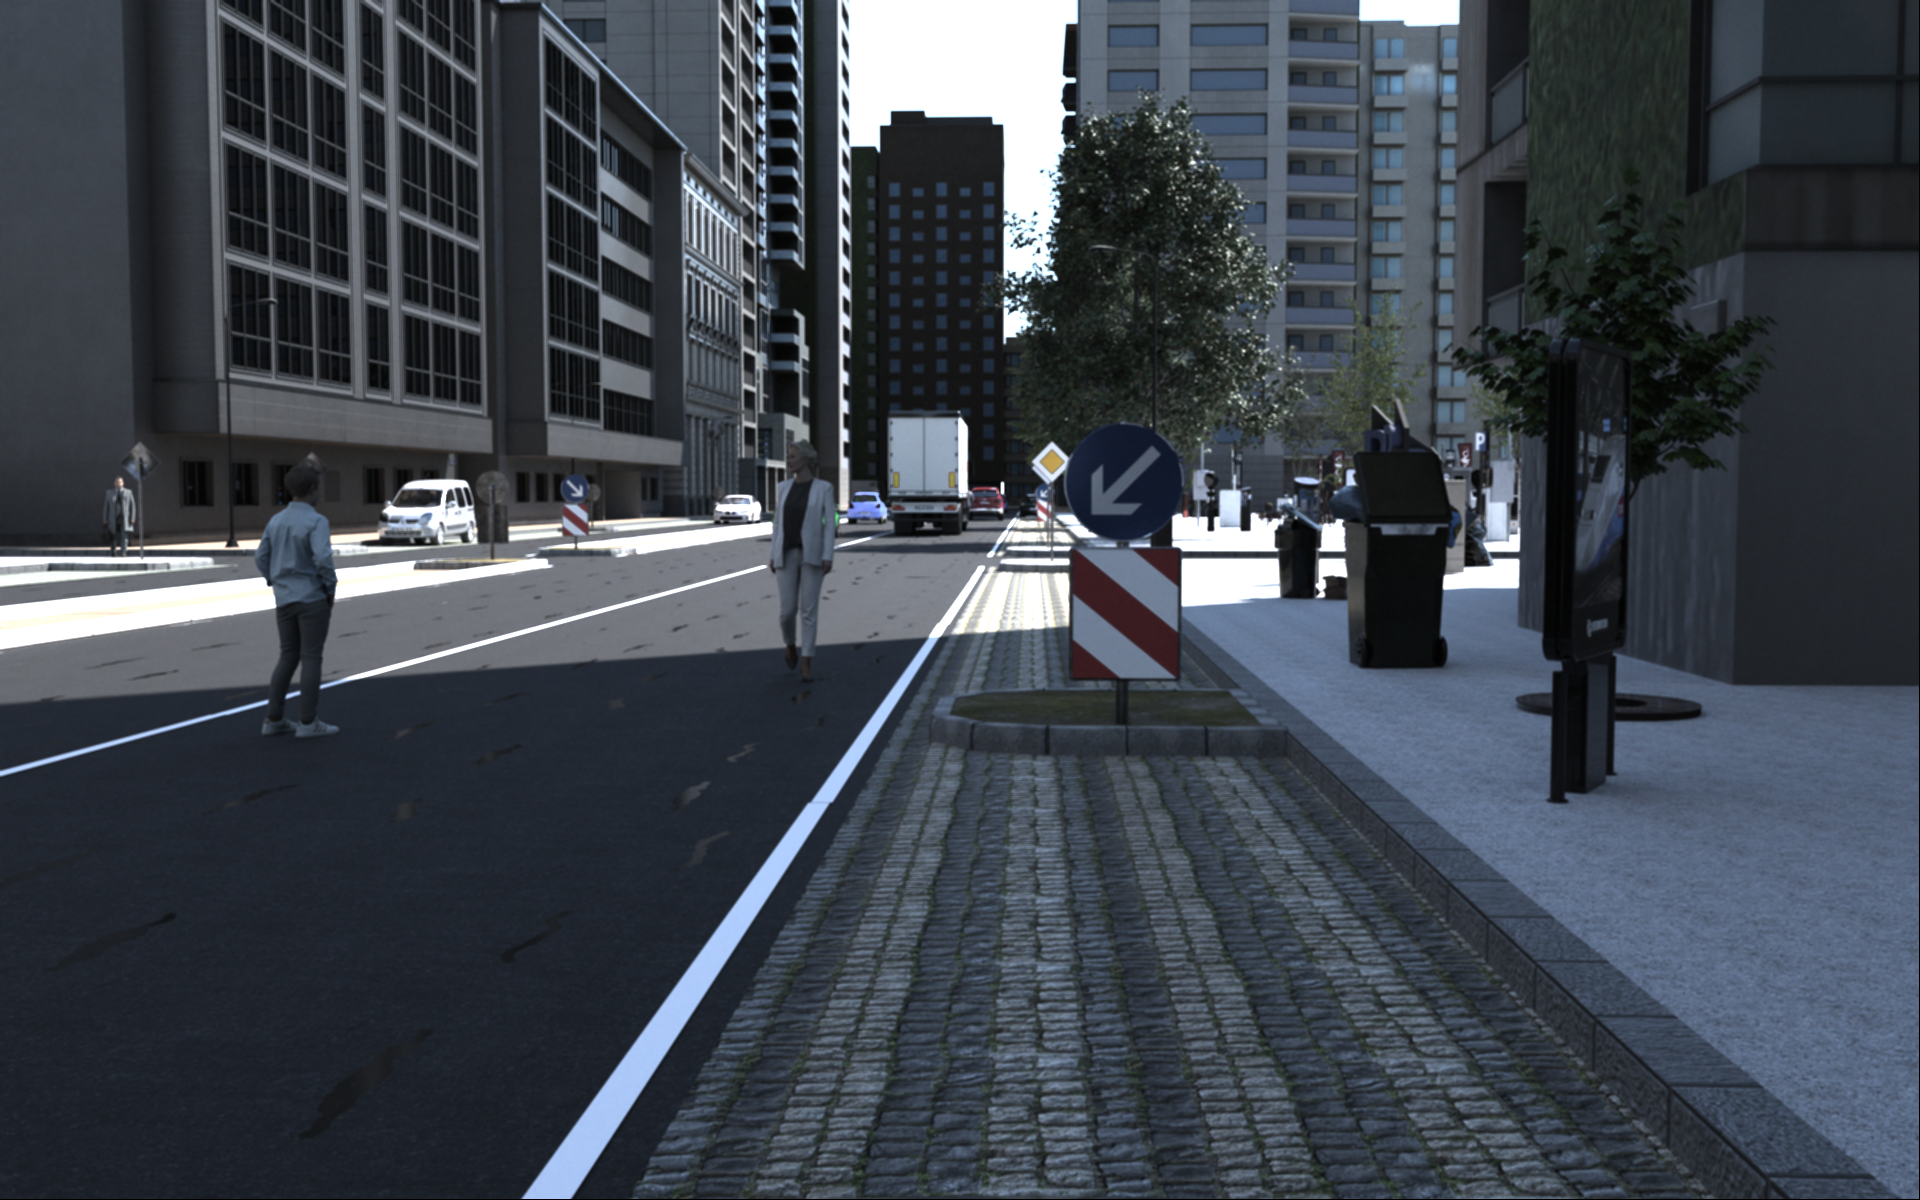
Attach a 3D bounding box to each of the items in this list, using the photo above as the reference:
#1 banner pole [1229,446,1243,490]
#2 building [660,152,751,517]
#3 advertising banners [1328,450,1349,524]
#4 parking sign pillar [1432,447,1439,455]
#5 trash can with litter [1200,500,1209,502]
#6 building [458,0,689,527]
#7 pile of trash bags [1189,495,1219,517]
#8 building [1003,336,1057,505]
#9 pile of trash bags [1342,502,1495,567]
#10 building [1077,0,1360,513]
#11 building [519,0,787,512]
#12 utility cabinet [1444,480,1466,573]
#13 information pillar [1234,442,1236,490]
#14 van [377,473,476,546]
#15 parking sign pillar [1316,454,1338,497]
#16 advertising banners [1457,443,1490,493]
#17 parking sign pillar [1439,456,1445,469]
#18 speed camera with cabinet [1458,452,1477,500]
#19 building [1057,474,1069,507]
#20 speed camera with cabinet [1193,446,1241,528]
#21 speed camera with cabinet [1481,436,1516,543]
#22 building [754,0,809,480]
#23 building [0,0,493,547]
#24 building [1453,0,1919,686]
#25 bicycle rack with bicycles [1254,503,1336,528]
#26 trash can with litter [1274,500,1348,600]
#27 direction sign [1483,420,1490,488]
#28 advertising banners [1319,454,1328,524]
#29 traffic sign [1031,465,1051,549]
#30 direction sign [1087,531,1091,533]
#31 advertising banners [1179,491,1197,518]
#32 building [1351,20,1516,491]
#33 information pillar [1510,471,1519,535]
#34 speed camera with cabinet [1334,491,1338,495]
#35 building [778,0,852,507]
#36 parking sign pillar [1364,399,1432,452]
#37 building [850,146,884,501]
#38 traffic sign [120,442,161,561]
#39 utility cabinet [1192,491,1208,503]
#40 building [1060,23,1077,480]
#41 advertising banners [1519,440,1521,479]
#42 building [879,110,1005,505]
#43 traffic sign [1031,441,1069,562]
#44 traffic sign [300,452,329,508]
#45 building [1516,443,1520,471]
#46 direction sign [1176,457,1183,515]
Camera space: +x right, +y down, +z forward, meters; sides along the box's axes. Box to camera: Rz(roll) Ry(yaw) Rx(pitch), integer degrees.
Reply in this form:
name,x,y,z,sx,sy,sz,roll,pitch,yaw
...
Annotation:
name,x,y,z,sx,sy,sz,roll,pitch,yaw
banner pole,14.163,-6.076,89.353,0.863,3.779,0.401,0,4,6
building,-19.921,-16.977,106.458,11.050,23.489,19.941,0,4,2
advertising banners,15.909,-4.474,69.332,2.074,3.025,0.090,1,4,17
parking sign pillar,19.507,-5.217,73.774,1.447,3.967,1.447,1,4,14
trash can with litter,14.291,-5.557,102.242,0.624,1.170,1.055,2,4,24
building,-22.653,-16.036,81.251,14.314,24.678,30.058,0,4,2
pile of trash bags,13.609,-5.343,97.103,1.912,1.369,3.447,-1,4,-10
building,20.024,-22.494,212.809,28.899,21.520,27.650,0,4,2
pile of trash bags,8.162,-1.340,31.669,1.912,1.369,3.447,-1,4,-21
building,19.404,-36.088,132.035,21.231,58.520,28.212,0,4,2
building,-23.616,-42.055,125.855,20.563,71.187,20.611,0,4,2
utility cabinet,7.461,-1.158,27.608,1.173,1.500,0.318,-1,4,-19
information pillar,11.779,-5.072,74.282,0.183,3.616,0.504,1,4,10
van,-15.067,-2.567,48.988,2.013,2.044,4.112,0,4,2
parking sign pillar,22.949,-7.322,108.192,1.447,3.967,1.447,2,4,34
advertising banners,17.945,-3.846,59.071,2.074,3.025,0.090,3,4,38
parking sign pillar,26.942,-6.714,98.244,1.447,3.967,1.447,-1,4,-17
speed camera with cabinet,24.196,-5.362,82.012,2.038,3.252,0.660,-1,4,-8
building,17.330,-25.208,183.859,14.160,30.474,14.107,0,4,2
speed camera with cabinet,10.033,-4.423,66.644,2.038,3.252,0.660,2,4,27
speed camera with cabinet,14.442,-3.192,46.519,0.660,3.252,2.038,1,4,9
building,-24.455,-51.286,151.201,22.319,86.520,31.000,0,4,2
building,-25.019,-15.896,53.414,14.314,27.812,24.014,0,4,2
building,12.481,-20.386,16.911,14.154,41.232,14.086,0,4,2
bicycle rack with bicycles,13.138,-3.256,66.624,2.925,0.926,2.852,3,4,37
trash can with litter,4.411,-0.609,21.338,1.055,1.170,0.624,2,4,29
direction sign,16.142,-3.742,53.171,0.379,3.537,0.876,0,4,6
advertising banners,15.670,-4.790,74.501,0.090,3.025,2.074,0,3,0
traffic sign,2.064,-2.262,40.624,0.795,2.450,0.064,0,4,2
direction sign,4.429,-4.017,57.673,0.379,3.537,0.876,-1,4,-20
advertising banners,12.169,-5.938,93.271,2.074,3.025,0.090,-3,5,-42
building,41.913,-34.175,178.371,30.456,49.044,23.786,0,4,2
information pillar,17.384,-3.053,54.412,0.304,2.012,0.304,1,4,9
speed camera with cabinet,21.390,-6.224,96.106,2.038,3.252,0.660,1,4,16
building,-25.893,-39.142,181.971,28.212,58.520,21.231,0,4,2
parking sign pillar,12.164,-3.658,48.284,1.447,3.967,1.447,0,4,2
building,-16.164,-31.982,206.499,14.086,41.232,14.154,0,4,2
traffic sign,-15.795,-1.819,33.389,0.795,2.450,0.064,0,4,2
utility cabinet,15.352,-6.241,110.719,1.173,1.500,0.318,-3,4,-38
building,20.449,-30.975,161.071,22.147,44.769,28.867,0,4,2
advertising banners,10.690,-2.139,31.153,2.074,3.025,0.090,-2,4,-30
building,-1.824,-33.958,205.329,14.200,45.320,14.600,0,4,2
traffic sign,1.733,-1.774,32.646,0.795,2.450,0.064,0,4,2
traffic sign,-15.465,-2.307,41.368,0.795,2.450,0.064,0,4,2
building,68.290,-45.258,178.213,20.611,71.187,20.563,0,4,2
direction sign,13.025,-6.902,104.843,0.876,3.537,0.379,1,4,13
